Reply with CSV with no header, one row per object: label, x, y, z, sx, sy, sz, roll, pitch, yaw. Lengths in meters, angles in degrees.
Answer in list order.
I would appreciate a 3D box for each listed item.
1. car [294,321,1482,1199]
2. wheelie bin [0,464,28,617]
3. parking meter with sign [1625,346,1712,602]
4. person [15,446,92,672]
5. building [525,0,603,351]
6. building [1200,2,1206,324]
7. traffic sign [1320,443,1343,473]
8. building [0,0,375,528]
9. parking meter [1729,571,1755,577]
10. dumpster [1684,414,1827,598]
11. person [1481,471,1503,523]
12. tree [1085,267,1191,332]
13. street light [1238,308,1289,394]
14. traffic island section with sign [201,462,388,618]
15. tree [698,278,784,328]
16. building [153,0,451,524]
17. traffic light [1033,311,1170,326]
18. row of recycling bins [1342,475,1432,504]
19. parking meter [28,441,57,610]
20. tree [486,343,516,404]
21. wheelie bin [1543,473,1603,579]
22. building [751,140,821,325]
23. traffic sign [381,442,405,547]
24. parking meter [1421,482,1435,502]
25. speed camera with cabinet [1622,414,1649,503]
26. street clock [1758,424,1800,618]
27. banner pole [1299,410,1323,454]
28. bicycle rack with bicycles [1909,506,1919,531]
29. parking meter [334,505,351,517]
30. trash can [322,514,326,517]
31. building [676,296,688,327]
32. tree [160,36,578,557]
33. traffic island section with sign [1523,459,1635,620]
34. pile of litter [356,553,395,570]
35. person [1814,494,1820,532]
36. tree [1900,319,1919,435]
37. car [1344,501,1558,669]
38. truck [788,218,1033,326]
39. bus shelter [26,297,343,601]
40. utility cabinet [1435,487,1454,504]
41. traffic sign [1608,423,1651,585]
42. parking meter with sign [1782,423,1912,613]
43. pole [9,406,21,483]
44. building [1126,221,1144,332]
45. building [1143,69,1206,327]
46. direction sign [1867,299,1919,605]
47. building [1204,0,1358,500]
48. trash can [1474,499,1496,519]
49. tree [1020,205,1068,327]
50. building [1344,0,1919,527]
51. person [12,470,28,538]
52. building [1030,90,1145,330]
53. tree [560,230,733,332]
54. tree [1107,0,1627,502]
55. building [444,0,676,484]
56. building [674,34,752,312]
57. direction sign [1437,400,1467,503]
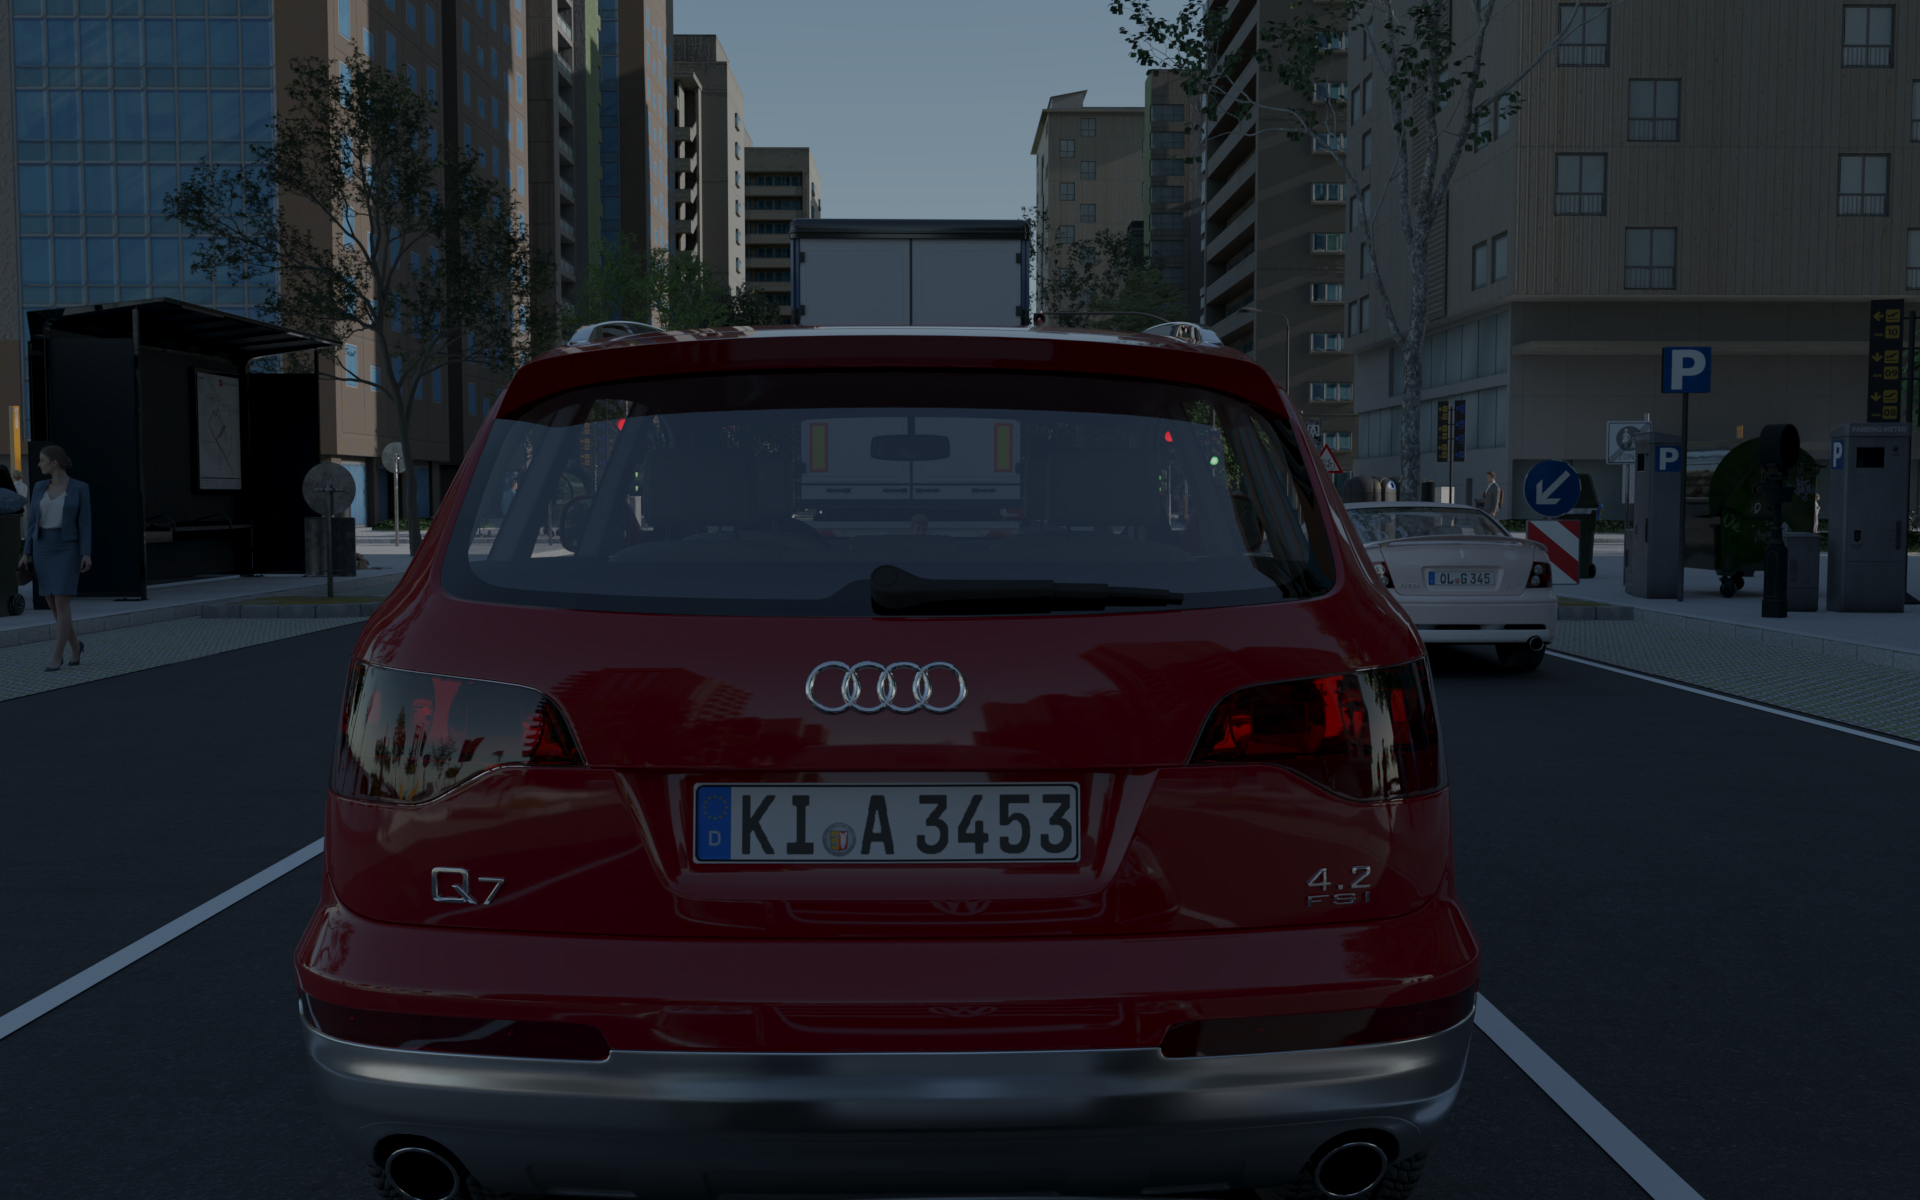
car,-0.143,0.225,4.993,2.281,1.827,5.304,0,4,-1
wheelie bin,-10.208,-0.621,18.056,0.980,1.594,0.693,0,4,-1
parking meter with sign,8.655,-1.537,21.384,0.543,3.016,1.738,0,4,5
person,-7.319,-0.344,14.143,0.581,1.822,0.654,1,4,13
building,-31.409,-26.186,111.743,14.154,41.232,14.086,0,4,-1
building,28.870,-50.978,146.164,22.319,86.520,31.000,0,4,-1
traffic sign,9.399,-2.723,44.528,0.884,2.594,0.081,0,4,1
building,-29.143,-25.521,67.384,14.600,45.320,14.200,0,4,-1
parking meter,12.151,-1.295,26.887,0.399,1.863,0.255,0,4,4
dumpster,9.864,-1.198,22.076,1.502,2.255,1.985,0,4,-1
person,12.900,-2.201,41.987,0.822,1.834,0.622,-1,4,-18
tree,9.193,-10.309,86.671,7.486,12.596,7.792,0,3,0
street light,7.639,-4.332,43.364,1.470,5.913,1.316,0,4,-1
traffic island section with sign,-7.714,-0.743,20.770,1.989,1.847,2.006,0,4,-1
tree,-11.641,-10.720,92.285,9.611,12.733,9.660,0,3,0
building,-30.980,-26.875,89.521,14.600,45.320,14.200,0,4,-1
traffic light,4.178,-4.191,43.191,4.771,5.953,1.251,0,4,-1
row of recycling bins,9.733,-1.978,39.449,1.069,1.692,3.534,3,5,40
parking meter,-10.164,-0.832,19.311,0.255,1.863,0.399,0,4,-7
tree,-20.351,-8.067,82.251,4.737,8.622,4.395,0,3,0
wheelie bin,9.276,-1.135,26.465,0.980,1.594,0.693,0,4,-4
building,-29.657,-37.108,230.414,21.600,48.544,21.300,0,4,-1
traffic sign,-13.762,-2.579,42.273,0.768,2.556,0.104,0,4,8
parking meter,9.642,-1.681,35.896,0.372,1.533,0.369,0,3,0
speed camera with cabinet,17.145,-2.994,43.294,0.660,3.252,2.038,3,4,38
street clock,8.468,-0.818,17.950,0.471,2.002,0.358,-3,5,-40
banner pole,10.398,-3.780,51.818,0.863,3.779,0.401,2,4,24
bicycle rack with bicycles,30.045,-2.405,52.700,2.925,0.926,2.852,0,4,-1
parking meter,-13.897,-1.869,38.971,0.372,1.533,0.369,0,3,0
trash can,-18.953,-2.399,50.870,0.748,1.137,0.748,0,3,0
building,-37.030,-18.990,155.527,27.650,21.520,28.899,0,4,-1
tree,-11.447,-6.186,35.550,7.601,10.594,8.767,2,4,34
traffic island section with sign,6.616,-0.724,20.469,1.989,1.847,2.006,0,4,-1
pile of litter,-10.612,-0.950,29.495,1.719,0.858,1.176,0,4,6
person,25.329,-2.505,51.275,0.394,1.301,0.425,0,4,4
tree,14.179,-2.417,23.233,4.285,4.588,4.351,0,3,0
car,3.826,-0.196,15.573,2.083,1.381,4.827,0,4,0
truck,-0.704,-2.102,23.275,2.839,4.237,11.283,0,4,-2
bus shelter,-10.344,-1.986,23.755,1.731,3.624,6.357,0,4,-1
utility cabinet,15.058,-2.775,54.045,0.318,1.500,1.173,2,4,35
traffic sign,9.373,-1.358,24.334,0.606,2.300,0.079,0,4,6
parking meter with sign,9.857,-1.380,18.824,1.738,3.016,0.543,0,4,5
pole,-21.882,-2.833,40.156,0.158,3.312,0.155,0,3,0
building,24.442,-25.264,184.770,14.160,30.474,14.107,0,4,-1
building,24.861,-29.773,170.375,14.154,41.232,14.086,0,4,-1
direction sign,11.029,-1.722,20.148,0.876,3.537,0.379,1,4,20
building,28.564,-30.070,115.348,21.300,48.544,21.600,0,4,-1
trash can,16.017,-2.515,52.771,0.748,1.137,0.748,0,3,0
tree,6.793,-15.832,114.750,12.611,20.169,13.585,0,3,0
building,33.227,-29.801,76.492,27.495,52.752,28.713,0,4,-1
person,-19.950,-1.868,36.807,0.641,1.798,0.478,1,4,17
building,23.979,-39.477,234.680,27.495,52.752,28.713,0,4,-1
tree,-11.967,-8.743,68.708,9.928,11.665,9.643,0,3,0
tree,9.317,-10.870,33.620,12.611,20.169,13.585,0,3,0
building,-29.823,-29.529,132.902,14.600,45.320,14.200,0,4,-1
building,-34.118,-34.069,180.729,21.600,48.544,21.300,0,4,-1
direction sign,11.911,-3.060,42.024,0.379,3.537,0.876,-2,4,-32
